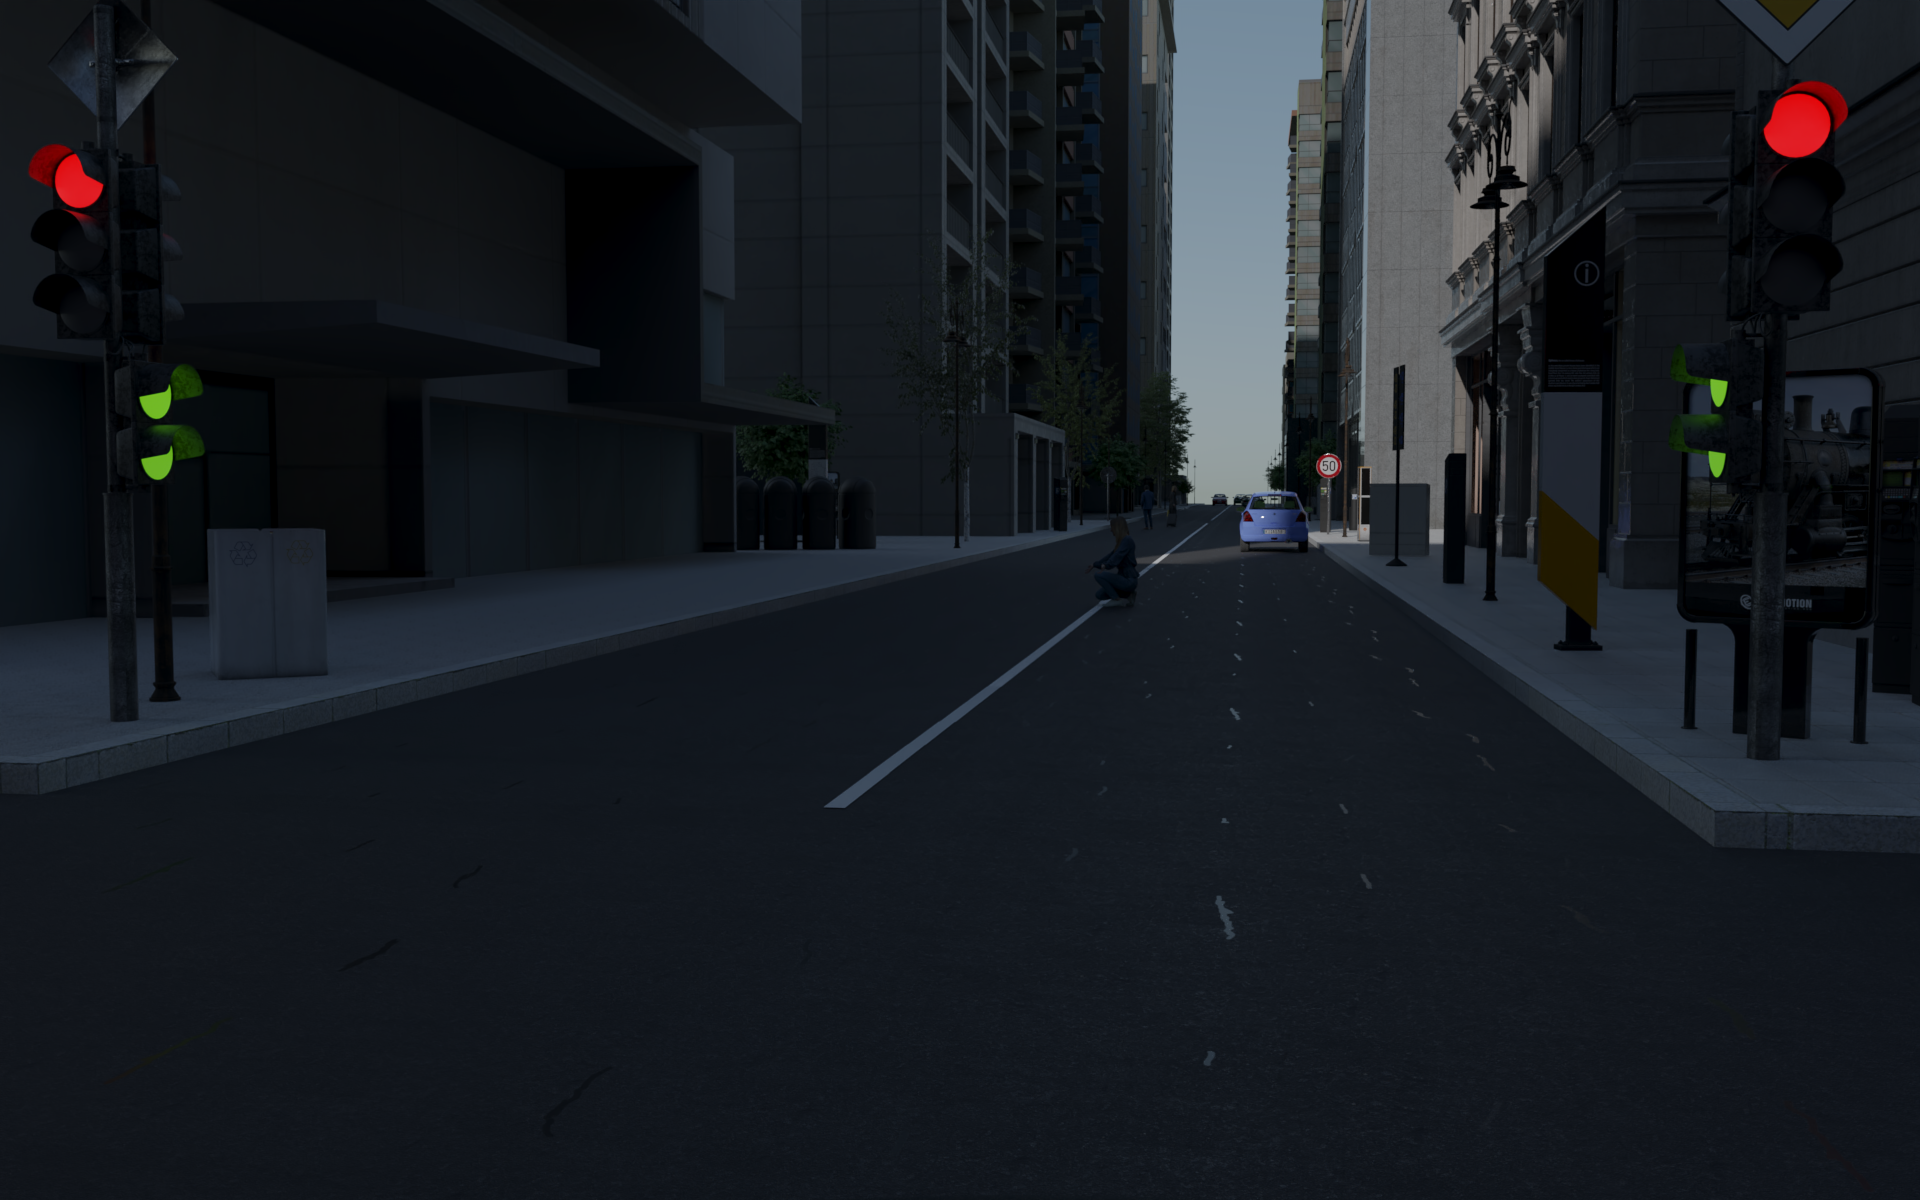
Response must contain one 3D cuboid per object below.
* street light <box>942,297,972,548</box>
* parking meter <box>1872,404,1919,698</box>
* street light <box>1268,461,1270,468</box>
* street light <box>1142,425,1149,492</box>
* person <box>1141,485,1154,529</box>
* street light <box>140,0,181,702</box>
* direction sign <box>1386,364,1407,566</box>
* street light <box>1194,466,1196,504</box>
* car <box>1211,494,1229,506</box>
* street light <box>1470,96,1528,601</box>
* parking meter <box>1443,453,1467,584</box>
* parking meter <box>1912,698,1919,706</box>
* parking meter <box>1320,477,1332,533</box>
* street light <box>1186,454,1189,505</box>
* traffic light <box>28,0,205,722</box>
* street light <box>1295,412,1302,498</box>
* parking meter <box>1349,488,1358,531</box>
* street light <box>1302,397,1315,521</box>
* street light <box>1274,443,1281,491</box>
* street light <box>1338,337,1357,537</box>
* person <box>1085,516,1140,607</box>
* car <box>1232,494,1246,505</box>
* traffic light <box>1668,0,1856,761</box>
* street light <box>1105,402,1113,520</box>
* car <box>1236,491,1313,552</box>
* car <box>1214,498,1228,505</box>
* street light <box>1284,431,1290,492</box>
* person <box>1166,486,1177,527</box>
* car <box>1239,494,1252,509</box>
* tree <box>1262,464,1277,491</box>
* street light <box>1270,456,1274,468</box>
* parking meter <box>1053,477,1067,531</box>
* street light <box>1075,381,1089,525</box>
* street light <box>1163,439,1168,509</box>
[{"bbox_3d":[-0.069,-4.162,40.838,0.468,5.910,1.993,1,4,9],"label":"street light"},{"bbox_3d":[6.086,-0.335,11.182,0.255,1.863,0.399,3,4,38],"label":"parking meter"},{"bbox_3d":[37.431,-14.408,208.362,0.468,5.910,1.993,1,4,9],"label":"street light"},{"bbox_3d":[12.372,-8.739,115.672,0.468,5.910,1.993,1,4,9],"label":"street light"},{"bbox_3d":[7.618,-3.766,70.257,0.721,1.800,0.419,-2,4,-31],"label":"person"},{"bbox_3d":[-4.939,-2.312,10.581,0.468,5.910,1.993,1,4,9],"label":"street light"},{"bbox_3d":[7.778,-2.371,30.762,0.379,3.537,0.876,0,4,3],"label":"direction sign"},{"bbox_3d":[30.982,-15.643,228.553,0.468,5.910,1.993,1,4,9],"label":"street light"},{"bbox_3d":[31.806,-12.418,212.070,2.155,1.783,4.494,1,4,9],"label":"car"},{"bbox_3d":[6.384,-2.929,20.671,0.468,5.910,1.993,1,4,9],"label":"street light"},{"bbox_3d":[7.104,-1.172,24.877,0.255,1.863,0.399,0,4,6],"label":"parking meter"},{"bbox_3d":[5.959,-0.289,10.439,0.399,1.863,0.255,1,4,17],"label":"parking meter"},{"bbox_3d":[12.183,-3.180,57.706,0.255,1.863,0.399,2,4,35],"label":"parking meter"},{"bbox_3d":[26.014,-13.782,198.122,0.468,5.910,1.993,1,4,9],"label":"street light"},{"bbox_3d":[-4.718,-1.270,9.691,0.839,4.253,0.868,1,4,9],"label":"traffic light"},{"bbox_3d":[19.038,-7.614,97.275,0.468,5.910,1.993,1,4,9],"label":"street light"},{"bbox_3d":[13.825,-3.198,60.693,0.372,1.533,0.369,0,3,0],"label":"parking meter"},{"bbox_3d":[16.458,-6.643,81.393,0.468,5.910,1.993,1,4,9],"label":"street light"},{"bbox_3d":[29.047,-11.300,157.547,0.468,5.910,1.993,1,4,9],"label":"street light"},{"bbox_3d":[11.439,-4.803,51.312,0.468,5.910,1.993,1,4,9],"label":"street light"},{"bbox_3d":[1.925,-0.494,22.075,0.738,1.151,1.012,1,4,8],"label":"person"},{"bbox_3d":[35.709,-12.747,220.203,2.131,1.459,4.920,1,4,10],"label":"car"},{"bbox_3d":[3.880,-1.185,8.292,0.839,4.253,0.868,1,4,9],"label":"traffic light"},{"bbox_3d":[7.352,-6.896,85.543,0.468,5.910,1.993,1,4,9],"label":"street light"},{"bbox_3d":[7.983,-2.104,43.993,1.945,1.707,3.694,1,4,10],"label":"car"},{"bbox_3d":[33.355,-12.849,221.871,2.131,1.459,4.920,1,4,9],"label":"car"},{"bbox_3d":[24.051,-9.460,127.463,0.468,5.910,1.993,1,4,9],"label":"street light"},{"bbox_3d":[9.315,-4.129,76.221,0.699,1.804,1.509,1,4,20],"label":"person"},{"bbox_3d":[23.370,-7.726,138.125,2.131,1.459,4.920,1,4,9],"label":"car"},{"bbox_3d":[30.441,-11.066,164.636,4.285,4.588,4.351,0,3,0],"label":"tree"},{"bbox_3d":[32.396,-12.556,178.080,0.468,5.910,1.993,1,4,9],"label":"street light"},{"bbox_3d":[3.489,-3.354,60.542,0.399,1.863,0.255,2,4,25],"label":"parking meter"},{"bbox_3d":[4.981,-6.002,70.913,0.468,5.910,1.993,1,4,9],"label":"street light"},{"bbox_3d":[17.279,-10.581,145.788,0.468,5.910,1.993,1,4,9],"label":"street light"}]
